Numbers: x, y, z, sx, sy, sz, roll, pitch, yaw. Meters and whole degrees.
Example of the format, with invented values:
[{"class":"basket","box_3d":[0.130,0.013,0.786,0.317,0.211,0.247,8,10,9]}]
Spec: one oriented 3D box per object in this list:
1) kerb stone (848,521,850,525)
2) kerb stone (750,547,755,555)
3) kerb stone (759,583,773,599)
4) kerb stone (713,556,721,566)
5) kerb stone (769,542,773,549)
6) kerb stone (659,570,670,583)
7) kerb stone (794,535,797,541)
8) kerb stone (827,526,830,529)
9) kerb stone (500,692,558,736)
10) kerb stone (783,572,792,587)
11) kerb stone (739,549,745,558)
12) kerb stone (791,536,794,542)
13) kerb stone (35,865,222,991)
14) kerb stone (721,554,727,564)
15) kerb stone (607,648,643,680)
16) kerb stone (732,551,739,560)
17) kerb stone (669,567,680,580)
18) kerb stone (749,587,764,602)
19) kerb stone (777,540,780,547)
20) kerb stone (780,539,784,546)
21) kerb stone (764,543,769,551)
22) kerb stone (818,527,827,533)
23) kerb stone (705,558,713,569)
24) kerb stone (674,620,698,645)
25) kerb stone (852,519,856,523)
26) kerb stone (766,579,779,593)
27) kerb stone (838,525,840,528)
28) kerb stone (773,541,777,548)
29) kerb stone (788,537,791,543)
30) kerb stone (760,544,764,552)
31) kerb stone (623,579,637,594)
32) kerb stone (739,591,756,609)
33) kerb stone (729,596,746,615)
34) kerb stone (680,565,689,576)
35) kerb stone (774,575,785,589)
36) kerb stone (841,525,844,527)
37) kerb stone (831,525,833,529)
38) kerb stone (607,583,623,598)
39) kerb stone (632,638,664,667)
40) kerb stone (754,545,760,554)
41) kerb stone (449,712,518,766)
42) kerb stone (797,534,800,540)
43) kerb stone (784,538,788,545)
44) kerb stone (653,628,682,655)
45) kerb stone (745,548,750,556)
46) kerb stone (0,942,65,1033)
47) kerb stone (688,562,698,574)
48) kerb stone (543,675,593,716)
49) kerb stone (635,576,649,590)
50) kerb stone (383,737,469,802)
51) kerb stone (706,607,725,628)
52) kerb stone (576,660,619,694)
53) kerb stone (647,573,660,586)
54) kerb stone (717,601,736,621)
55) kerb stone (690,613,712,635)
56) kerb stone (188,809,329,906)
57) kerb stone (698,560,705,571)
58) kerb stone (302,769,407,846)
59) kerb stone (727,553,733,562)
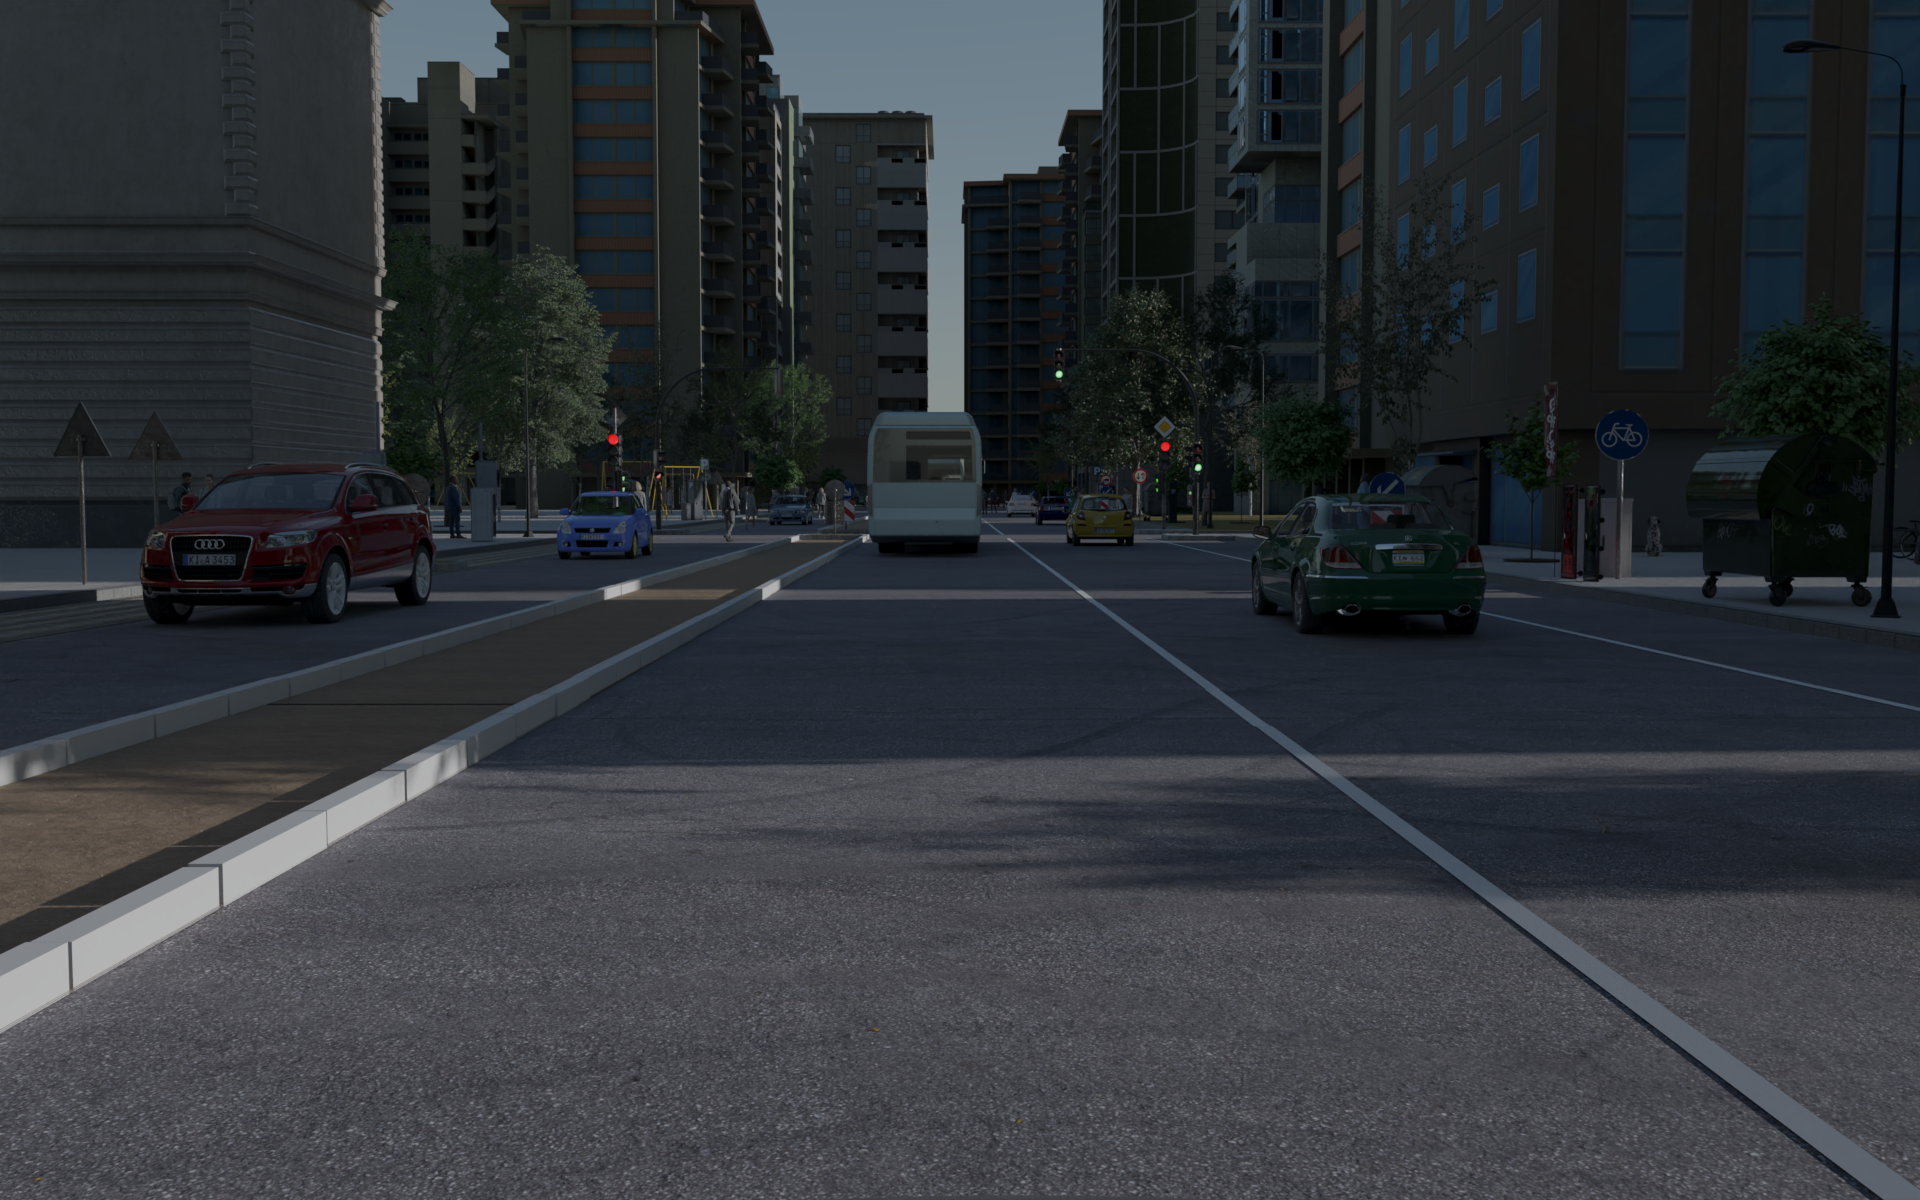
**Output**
[{"class":"kerb stone","box_3d":[-5.217,-3.463,78.825,0.120,0.150,1.000,0,4,0]},{"class":"kerb stone","box_3d":[-4.956,-1.108,40.363,0.120,0.150,1.000,0,4,0]},{"class":"kerb stone","box_3d":[-2.737,-0.105,23.928,0.120,0.150,1.000,0,4,0]},{"class":"kerb stone","box_3d":[-4.907,-0.735,34.212,0.120,0.150,1.000,0,4,0]},{"class":"kerb stone","box_3d":[-4.981,-1.363,44.473,0.120,0.150,1.000,0,4,0]},{"class":"kerb stone","box_3d":[-4.875,-0.356,28.045,0.120,0.150,1.000,0,4,0]},{"class":"kerb stone","box_3d":[-5.035,-1.797,51.635,0.120,0.150,1.000,0,4,0]},{"class":"kerb stone","box_3d":[-5.123,-2.647,65.480,0.120,0.150,1.000,0,4,0]},{"class":"kerb stone","box_3d":[-2.655,0.708,10.613,0.120,0.150,1.000,0,4,0]},{"class":"kerb stone","box_3d":[-2.761,-0.293,26.994,0.120,0.150,1.000,0,4,0]},{"class":"kerb stone","box_3d":[-4.941,-0.986,38.319,0.120,0.150,1.000,0,4,0]},{"class":"kerb stone","box_3d":[-5.018,-1.738,50.612,0.120,0.150,1.000,0,4,0]},{"class":"kerb stone","box_3d":[-2.618,1.028,5.485,0.120,0.150,1.000,0,4,0]},{"class":"kerb stone","box_3d":[-4.927,-0.798,35.239,0.120,0.150,1.000,0,4,0]},{"class":"kerb stone","box_3d":[-2.676,0.521,13.684,0.120,0.150,1.000,0,4,0]},{"class":"kerb stone","box_3d":[-4.941,-0.923,37.289,0.120,0.150,1.000,0,4,0]},{"class":"kerb stone","box_3d":[-4.882,-0.421,29.081,0.120,0.150,1.000,0,4,0]},{"class":"kerb stone","box_3d":[-2.742,-0.041,22.897,0.120,0.150,1.000,0,4,0]},{"class":"kerb stone","box_3d":[-5.001,-1.484,46.521,0.120,0.150,1.000,0,4,0]},{"class":"kerb stone","box_3d":[-5.003,-1.550,47.544,0.120,0.150,1.000,0,4,0]},{"class":"kerb stone","box_3d":[-4.974,-1.299,43.439,0.120,0.150,1.000,0,4,0]},{"class":"kerb stone","box_3d":[-5.127,-2.584,64.458,0.120,0.150,1.000,0,4,0]},{"class":"kerb stone","box_3d":[-4.908,-0.672,33.190,0.120,0.150,1.000,0,4,0]},{"class":"kerb stone","box_3d":[-2.693,0.333,16.751,0.120,0.150,1.000,0,4,0]},{"class":"kerb stone","box_3d":[-5.262,-3.777,83.948,0.120,0.150,1.000,0,4,0]},{"class":"kerb stone","box_3d":[-2.752,-0.167,24.950,0.120,0.150,1.000,0,4,0]},{"class":"kerb stone","box_3d":[-5.171,-3.025,71.648,0.120,0.150,1.000,0,4,0]},{"class":"kerb stone","box_3d":[-4.993,-1.425,45.499,0.120,0.150,1.000,0,4,0]},{"class":"kerb stone","box_3d":[-5.011,-1.672,49.588,0.120,0.150,1.000,0,4,0]},{"class":"kerb stone","box_3d":[-4.969,-1.237,42.415,0.120,0.150,1.000,0,4,0]},{"class":"kerb stone","box_3d":[-4.844,-0.164,24.963,0.120,0.150,1.000,0,4,0]},{"class":"kerb stone","box_3d":[-2.731,0.020,21.871,0.120,0.150,1.000,0,4,0]},{"class":"kerb stone","box_3d":[-2.720,0.082,20.849,0.120,0.150,1.000,0,4,0]},{"class":"kerb stone","box_3d":[-4.887,-0.484,30.113,0.120,0.150,1.000,0,4,0]},{"class":"kerb stone","box_3d":[-2.763,-0.231,25.972,0.120,0.150,1.000,0,4,0]},{"class":"kerb stone","box_3d":[-5.191,-3.213,74.725,0.120,0.150,1.000,0,4,0]},{"class":"kerb stone","box_3d":[-5.142,-2.773,67.534,0.120,0.150,1.000,0,4,0]},{"class":"kerb stone","box_3d":[-4.843,-0.106,23.941,0.120,0.150,1.000,0,4,0]},{"class":"kerb stone","box_3d":[-2.681,0.458,14.706,0.120,0.150,1.000,0,4,0]},{"class":"kerb stone","box_3d":[-4.955,-1.171,41.394,0.120,0.150,1.000,0,4,0]},{"class":"kerb stone","box_3d":[-2.645,0.771,9.584,0.120,0.150,1.000,0,4,0]},{"class":"kerb stone","box_3d":[-5.041,-1.861,52.660,0.120,0.150,1.000,0,4,0]},{"class":"kerb stone","box_3d":[-5.005,-1.613,48.566,0.120,0.150,1.000,0,4,0]},{"class":"kerb stone","box_3d":[-2.686,0.396,15.729,0.120,0.150,1.000,0,4,0]},{"class":"kerb stone","box_3d":[-4.948,-1.045,39.341,0.120,0.150,1.000,0,4,0]},{"class":"kerb stone","box_3d":[-2.610,1.085,4.462,0.120,0.150,1.000,0,4,0]},{"class":"kerb stone","box_3d":[-4.892,-0.547,31.135,0.120,0.150,1.000,0,4,0]},{"class":"kerb stone","box_3d":[-2.651,0.646,11.639,0.120,0.150,1.000,0,4,0]},{"class":"kerb stone","box_3d":[-4.856,-0.232,25.987,0.120,0.150,1.000,0,4,0]},{"class":"kerb stone","box_3d":[-2.638,0.834,8.562,0.120,0.150,1.000,0,4,0]},{"class":"kerb stone","box_3d":[-2.706,0.213,18.801,0.120,0.150,1.000,0,4,0]},{"class":"kerb stone","box_3d":[-2.670,0.583,12.662,0.120,0.150,1.000,0,4,0]},{"class":"kerb stone","box_3d":[-4.868,-0.295,27.015,0.120,0.150,1.000,0,4,0]},{"class":"kerb stone","box_3d":[-2.714,0.148,19.823,0.120,0.150,1.000,0,4,0]},{"class":"kerb stone","box_3d":[-2.703,0.270,17.779,0.120,0.150,1.000,0,4,0]},{"class":"kerb stone","box_3d":[-2.621,0.959,6.511,0.120,0.150,1.000,0,4,0]},{"class":"kerb stone","box_3d":[-4.905,-0.606,32.163,0.120,0.150,1.000,0,4,0]},{"class":"kerb stone","box_3d":[-2.633,0.899,7.533,0.120,0.150,1.000,0,4,0]},{"class":"kerb stone","box_3d":[-4.931,-0.853,36.262,0.120,0.150,1.000,0,4,0]}]
